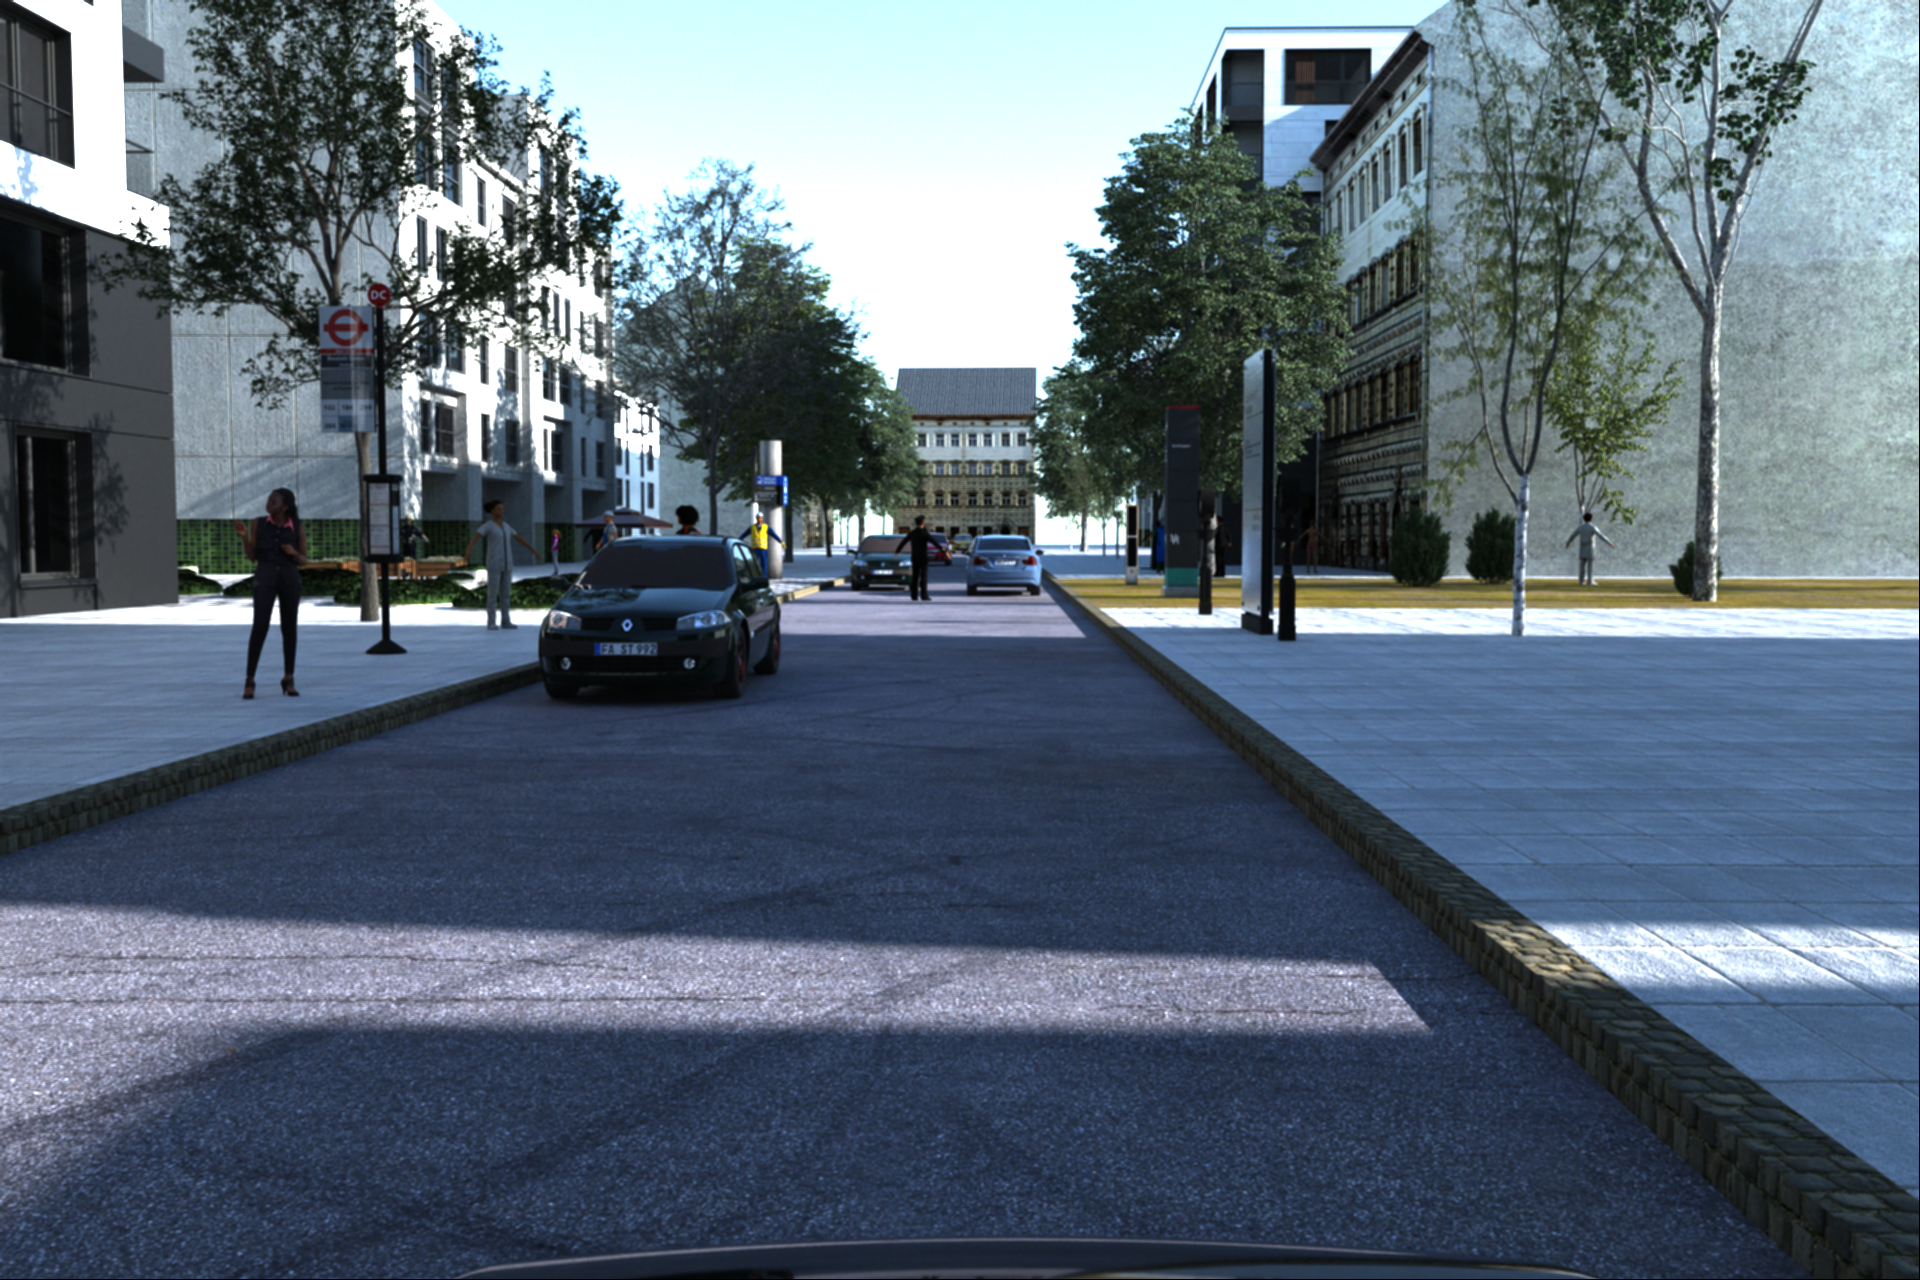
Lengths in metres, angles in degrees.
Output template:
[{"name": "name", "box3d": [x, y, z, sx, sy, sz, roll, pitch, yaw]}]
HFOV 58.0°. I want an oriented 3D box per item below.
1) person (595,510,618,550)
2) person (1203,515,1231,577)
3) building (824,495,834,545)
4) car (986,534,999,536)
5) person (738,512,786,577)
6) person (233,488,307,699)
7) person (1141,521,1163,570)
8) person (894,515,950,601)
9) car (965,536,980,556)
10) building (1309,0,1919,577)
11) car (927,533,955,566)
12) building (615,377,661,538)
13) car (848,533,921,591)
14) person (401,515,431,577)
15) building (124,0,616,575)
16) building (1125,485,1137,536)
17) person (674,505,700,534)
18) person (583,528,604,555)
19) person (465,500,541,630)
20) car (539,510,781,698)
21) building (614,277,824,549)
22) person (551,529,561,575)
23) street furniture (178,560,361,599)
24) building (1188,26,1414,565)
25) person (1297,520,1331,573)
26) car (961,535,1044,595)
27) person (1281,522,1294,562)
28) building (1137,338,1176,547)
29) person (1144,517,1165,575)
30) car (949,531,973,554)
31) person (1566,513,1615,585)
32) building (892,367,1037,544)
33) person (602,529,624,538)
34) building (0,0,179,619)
[{"name": "person", "box3d": [-8.386, -2.167, 41.290, 0.705, 1.847, 1.347, -2, 4, -29]}, {"name": "person", "box3d": [7.708, -2.790, 51.547, 0.705, 1.837, 1.347, 3, 5, 44]}, {"name": "building", "box3d": [-24.543, -22.354, 196.419, 19.493, 23.208, 18.063, 0, 4, 2]}, {"name": "car", "box3d": [2.556, -7.107, 128.201, 2.014, 1.417, 4.499, 0, 4, 1]}, {"name": "person", "box3d": [-5.001, -2.273, 43.128, 1.349, 1.833, 0.705, 0, 4, -2]}, {"name": "person", "box3d": [-5.391, -0.372, 13.601, 0.415, 1.643, 0.593, 1, 4, 22]}, {"name": "person", "box3d": [7.029, -3.356, 61.594, 1.216, 1.740, 0.721, 0, 4, -5]}, {"name": "person", "box3d": [-0.853, -1.770, 37.326, 1.347, 1.837, 0.705, 2, 4, 26]}, {"name": "car", "box3d": [1.283, -3.896, 76.056, 2.083, 1.381, 4.827, 0, 3, 0]}, {"name": "building", "box3d": [23.511, -14.042, 60.513, 19.493, 23.208, 18.063, 0, 4, 2]}, {"name": "car", "box3d": [-1.305, -4.321, 79.695, 2.155, 1.783, 4.494, 0, 4, 1]}, {"name": "building", "box3d": [-22.631, -9.960, 105.001, 9.099, 9.664, 28.070, 0, 4, 1]}, {"name": "car", "box3d": [-1.872, -2.162, 45.141, 2.009, 1.686, 4.222, 0, 4, 1]}, {"name": "person", "box3d": [-16.283, -2.776, 51.165, 1.354, 1.856, 0.705, 0, 4, 3]}, {"name": "building", "box3d": [-25.682, -12.454, 70.080, 16.747, 18.905, 31.486, 0, 4, 1]}, {"name": "building", "box3d": [24.658, -15.794, 200.385, 9.099, 9.664, 28.070, 0, 4, 1]}, {"name": "person", "box3d": [-3.761, -0.920, 23.648, 0.704, 1.843, 1.345, 2, 4, 27]}, {"name": "person", "box3d": [-12.310, -3.226, 58.966, 1.346, 1.802, 0.704, 2, 4, 24]}, {"name": "person", "box3d": [-6.158, -1.011, 23.303, 0.721, 1.739, 1.217, 3, 4, 38]}, {"name": "car", "box3d": [-2.737, -0.403, 16.379, 2.009, 1.686, 4.222, 0, 4, 1]}, {"name": "building", "box3d": [-22.380, -19.861, 155.661, 19.493, 23.208, 18.063, 0, 4, 0]}, {"name": "person", "box3d": [-12.674, -2.733, 53.955, 0.599, 1.433, 0.991, -1, 4, -13]}, {"name": "street furniture", "box3d": [-15.768, -1.414, 38.749, 5.734, 0.657, 10.072, -1, 4, -16]}, {"name": "building", "box3d": [25.038, -14.813, 86.163, 27.936, 21.610, 32.646, 0, 4, 1]}, {"name": "person", "box3d": [11.567, -3.052, 56.705, 1.217, 1.733, 0.721, 3, 4, 37]}, {"name": "car", "box3d": [1.031, -1.818, 41.721, 2.014, 1.417, 4.499, 0, 4, 1]}, {"name": "person", "box3d": [8.957, -2.528, 47.464, 0.704, 1.812, 1.346, 1, 4, 15]}, {"name": "building", "box3d": [26.609, -18.258, 164.977, 16.747, 18.905, 31.486, 0, 4, 1]}, {"name": "person", "box3d": [6.415, -2.974, 54.745, 1.347, 1.817, 0.704, -1, 4, -19]}, {"name": "car", "box3d": [0.235, -7.184, 127.680, 2.015, 1.641, 3.980, 0, 4, 1]}, {"name": "person", "box3d": [15.824, -2.290, 43.629, 0.705, 1.806, 1.347, -3, 4, -38]}, {"name": "building", "box3d": [0.968, -24.053, 226.652, 18.063, 23.208, 19.493, 0, 4, 3]}, {"name": "person", "box3d": [-14.071, -3.914, 69.760, 1.354, 1.858, 0.705, 0, 4, -2]}, {"name": "building", "box3d": [-28.604, -10.479, 15.299, 27.936, 21.610, 32.646, 0, 4, 1]}]
